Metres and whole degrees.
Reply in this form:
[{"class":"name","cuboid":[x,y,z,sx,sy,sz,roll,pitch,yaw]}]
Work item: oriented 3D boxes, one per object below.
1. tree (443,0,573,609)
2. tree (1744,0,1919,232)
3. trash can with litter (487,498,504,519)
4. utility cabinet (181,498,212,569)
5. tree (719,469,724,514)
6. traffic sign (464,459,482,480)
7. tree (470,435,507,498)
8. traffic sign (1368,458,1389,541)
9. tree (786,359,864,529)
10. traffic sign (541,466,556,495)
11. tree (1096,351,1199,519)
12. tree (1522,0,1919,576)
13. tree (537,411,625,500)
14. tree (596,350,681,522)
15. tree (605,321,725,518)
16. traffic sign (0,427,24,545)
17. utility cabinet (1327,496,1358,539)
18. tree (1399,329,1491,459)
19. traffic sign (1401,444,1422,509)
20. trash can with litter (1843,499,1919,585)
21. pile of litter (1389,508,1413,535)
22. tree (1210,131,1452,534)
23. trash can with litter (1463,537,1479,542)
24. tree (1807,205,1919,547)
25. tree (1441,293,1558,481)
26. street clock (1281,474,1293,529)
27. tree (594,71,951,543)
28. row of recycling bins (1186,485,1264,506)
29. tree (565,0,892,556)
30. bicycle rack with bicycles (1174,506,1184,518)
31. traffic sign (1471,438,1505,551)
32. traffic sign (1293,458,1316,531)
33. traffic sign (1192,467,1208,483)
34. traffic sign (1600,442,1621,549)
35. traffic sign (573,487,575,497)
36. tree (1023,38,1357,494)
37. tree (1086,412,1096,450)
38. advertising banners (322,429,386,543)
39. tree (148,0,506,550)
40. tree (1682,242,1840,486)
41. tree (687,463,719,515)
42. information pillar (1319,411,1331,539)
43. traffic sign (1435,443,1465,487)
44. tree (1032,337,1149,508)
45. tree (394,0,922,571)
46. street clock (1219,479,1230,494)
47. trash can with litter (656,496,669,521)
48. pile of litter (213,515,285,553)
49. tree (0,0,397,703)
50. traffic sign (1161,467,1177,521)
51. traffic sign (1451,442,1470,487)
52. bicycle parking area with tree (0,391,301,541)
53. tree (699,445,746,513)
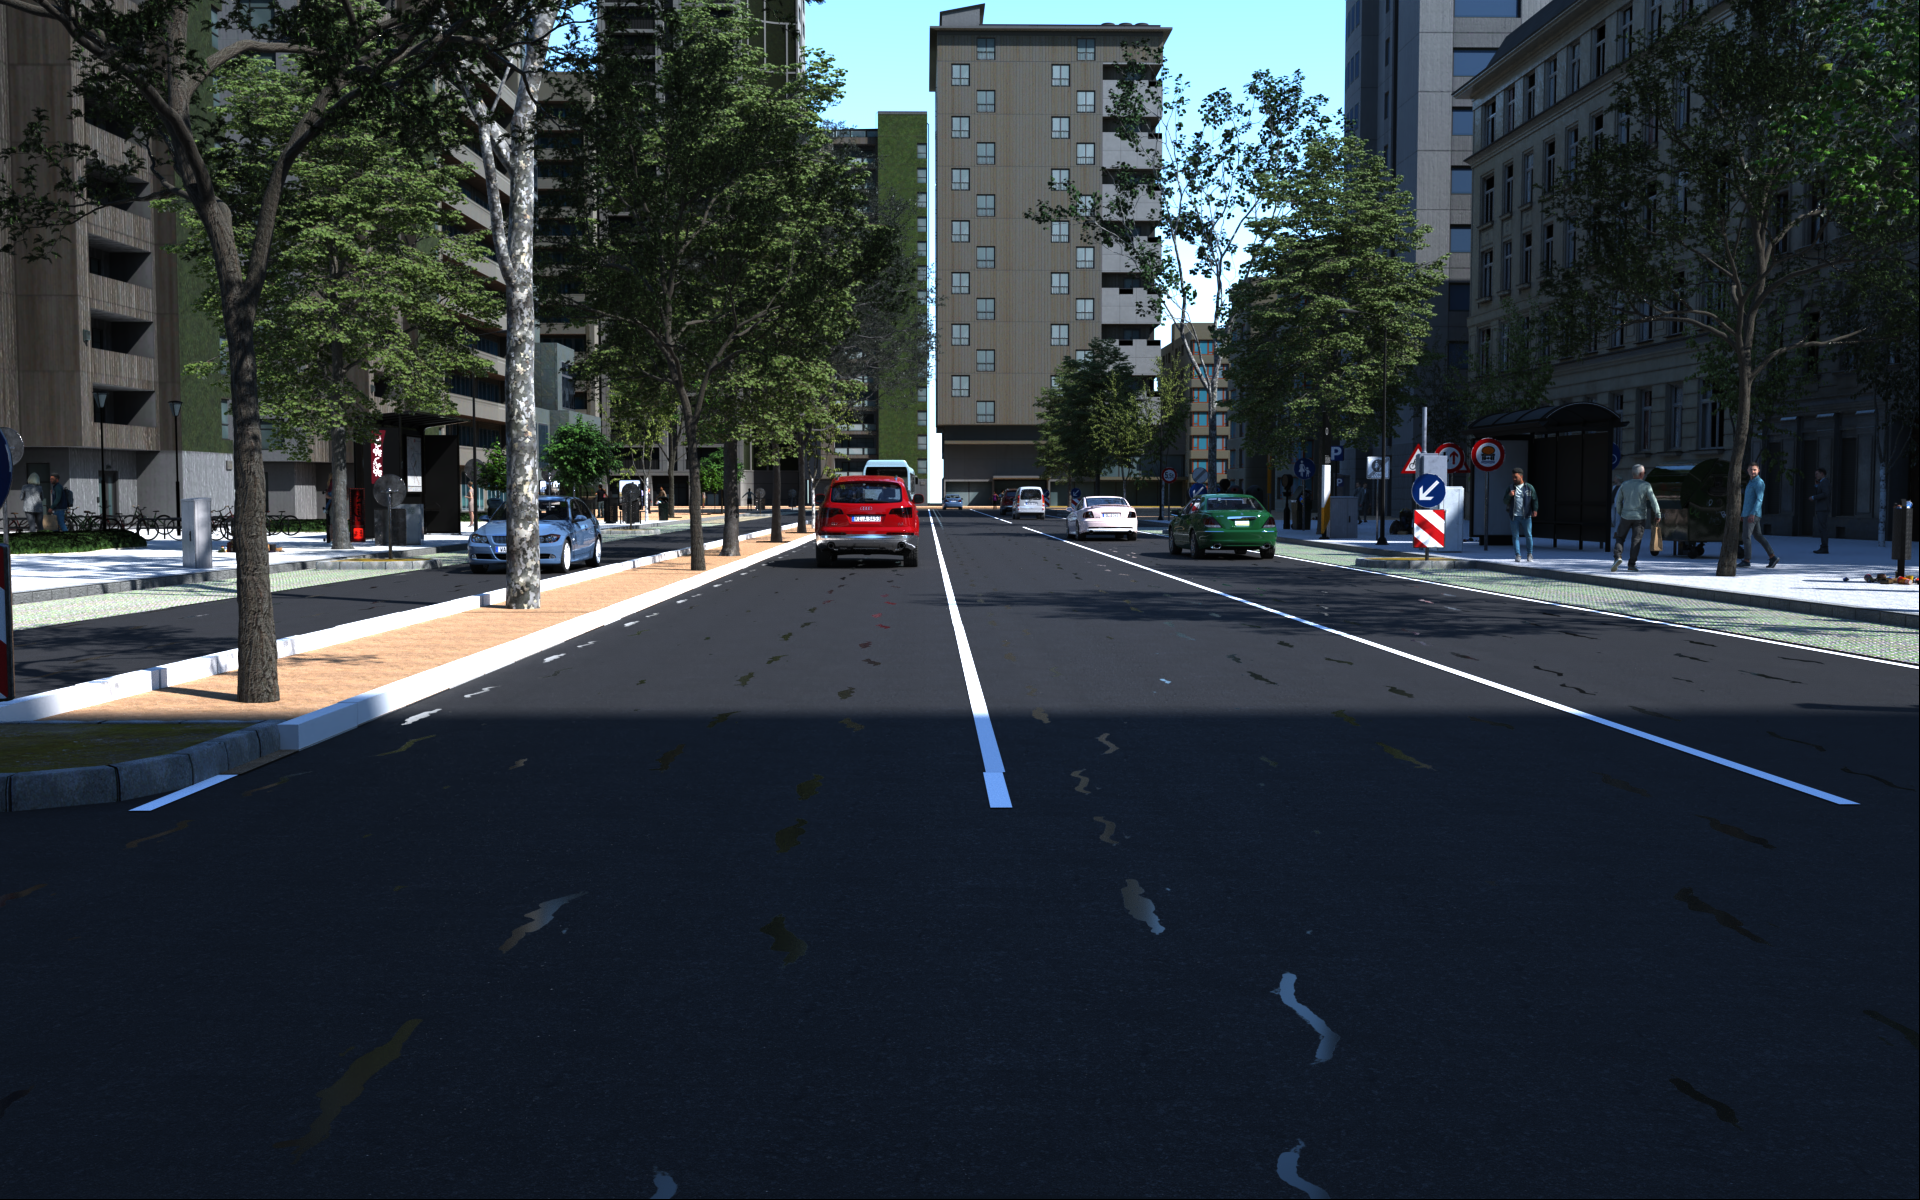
[{"class":"tree","cuboid":[-6.677,-9.998,21.817,12.611,20.169,13.585,0,3,0]},{"class":"tree","cuboid":[11.277,-5.552,16.530,9.928,11.665,9.643,0,3,0]},{"class":"trash can with litter","cuboid":[-13.945,-2.507,52.369,0.624,1.170,1.055,-2,4,-24]},{"class":"utility cabinet","cuboid":[-13.330,-1.166,30.223,0.306,1.237,1.020,-3,4,-36]},{"class":"tree","cuboid":[-15.863,-7.128,111.150,1.663,3.219,1.824,0,3,0]},{"class":"traffic sign","cuboid":[-17.419,-3.797,62.185,0.768,2.556,0.104,0,4,5]},{"class":"tree","cuboid":[-15.125,-3.820,57.066,1.663,3.219,1.824,0,3,0]},{"class":"traffic sign","cuboid":[11.481,-2.782,47.613,0.606,2.300,0.079,0,4,7]},{"class":"tree","cuboid":[-6.006,-7.229,71.021,4.737,8.622,4.395,0,3,0]},{"class":"traffic sign","cuboid":[-18.094,-4.666,76.390,0.768,2.556,0.104,0,4,4]},{"class":"tree","cuboid":[10.308,-8.497,89.288,4.737,8.622,4.395,0,3,0]},{"class":"tree","cuboid":[12.263,-5.637,26.574,7.601,10.594,8.767,2,4,32]},{"class":"tree","cuboid":[-15.148,-5.202,68.773,4.285,4.588,4.351,0,3,0]},{"class":"tree","cuboid":[-14.660,-7.951,80.364,4.737,8.622,4.395,0,3,0]},{"class":"tree","cuboid":[-15.446,-10.221,92.867,9.928,11.665,9.643,0,3,0]},{"class":"traffic sign","cuboid":[-18.140,-2.004,32.878,0.768,2.556,0.104,0,4,2]},{"class":"utility cabinet","cuboid":[11.066,-2.391,50.254,1.020,1.237,0.306,-2,4,-28]},{"class":"tree","cuboid":[21.739,-7.805,77.972,4.360,8.622,3.978,0,3,0]},{"class":"traffic sign","cuboid":[11.800,-2.733,44.687,0.884,2.594,0.081,0,4,1]},{"class":"trash can with litter","cuboid":[13.798,-0.865,25.199,1.678,1.210,2.233,2,4,25]},{"class":"pile of litter","cuboid":[14.429,-2.523,55.223,1.719,0.858,1.176,-1,4,-15]},{"class":"tree","cuboid":[11.900,-8.346,54.591,7.486,12.596,7.792,0,3,0]},{"class":"trash can with litter","cuboid":[13.481,-2.194,46.927,2.233,1.210,1.678,1,4,15]},{"class":"tree","cuboid":[22.473,-5.581,41.605,4.360,8.622,3.978,0,3,0]},{"class":"tree","cuboid":[19.849,-6.858,62.486,4.737,8.622,4.395,0,3,0]},{"class":"street clock","cuboid":[11.964,-3.595,63.354,0.358,2.002,0.471,-1,4,-20]},{"class":"tree","cuboid":[-5.358,-8.410,50.336,12.009,13.543,11.850,0,3,0]},{"class":"row of recycling bins","cuboid":[12.268,-4.475,80.285,3.534,1.692,1.069,0,4,3]},{"class":"tree","cuboid":[-5.387,-7.297,39.895,7.486,12.596,7.792,0,3,0]},{"class":"bicycle rack with bicycles","cuboid":[11.023,-3.762,74.896,2.852,0.926,2.925,-2,4,-30]},{"class":"traffic sign","cuboid":[11.942,-2.394,39.254,0.768,2.556,0.104,0,4,2]},{"class":"traffic sign","cuboid":[12.073,-3.711,60.779,0.768,2.556,0.104,0,4,3]},{"class":"traffic sign","cuboid":[11.453,-5.050,82.669,0.768,2.556,0.104,0,4,8]},{"class":"traffic sign","cuboid":[15.086,-2.480,40.655,0.768,2.556,0.104,0,4,4]},{"class":"traffic sign","cuboid":[-16.191,-4.441,72.711,0.768,2.556,0.104,0,4,3]},{"class":"tree","cuboid":[9.452,-13.302,73.381,12.611,20.169,13.585,0,3,0]},{"class":"tree","cuboid":[9.507,-9.186,100.557,4.737,8.622,4.395,0,3,0]},{"class":"advertising banners","cuboid":[-16.106,-3.056,46.154,0.090,3.025,2.074,2,4,32]},{"class":"tree","cuboid":[-14.172,-7.424,39.513,7.486,12.596,7.792,0,3,0]},{"class":"tree","cuboid":[22.579,-6.074,49.666,4.737,8.622,4.395,0,3,0]},{"class":"tree","cuboid":[-16.056,-6.869,106.909,1.663,3.219,1.824,0,3,0]},{"class":"information pillar","cuboid":[10.408,-3.541,49.248,0.183,3.616,0.504,2,4,32]},{"class":"traffic sign","cuboid":[12.118,-2.623,42.992,0.768,2.556,0.104,0,4,4]},{"class":"tree","cuboid":[10.227,-12.654,125.020,7.486,12.596,7.792,0,3,0]},{"class":"tree","cuboid":[-4.866,-5.839,32.335,8.767,10.594,7.601,0,4,-1]},{"class":"street clock","cuboid":[12.479,-4.714,81.638,0.471,2.002,0.358,-2,4,-24]},{"class":"trash can with litter","cuboid":[-14.390,-4.431,83.827,0.624,1.170,1.055,0,4,-6]},{"class":"pile of litter","cuboid":[-15.774,-1.488,38.296,1.719,0.858,1.176,2,4,28]},{"class":"tree","cuboid":[-4.811,-4.592,11.949,8.767,10.594,7.601,0,4,-1]},{"class":"traffic sign","cuboid":[9.972,-5.045,82.598,0.768,2.556,0.104,0,3,0]},{"class":"traffic sign","cuboid":[12.406,-2.668,43.618,0.884,2.594,0.081,0,4,4]},{"class":"bicycle parking area with tree","cuboid":[-23.831,-3.899,50.749,9.016,4.147,8.231,1,4,10]},{"class":"tree","cuboid":[-16.111,-8.120,116.471,4.285,4.588,4.351,0,3,0]}]
